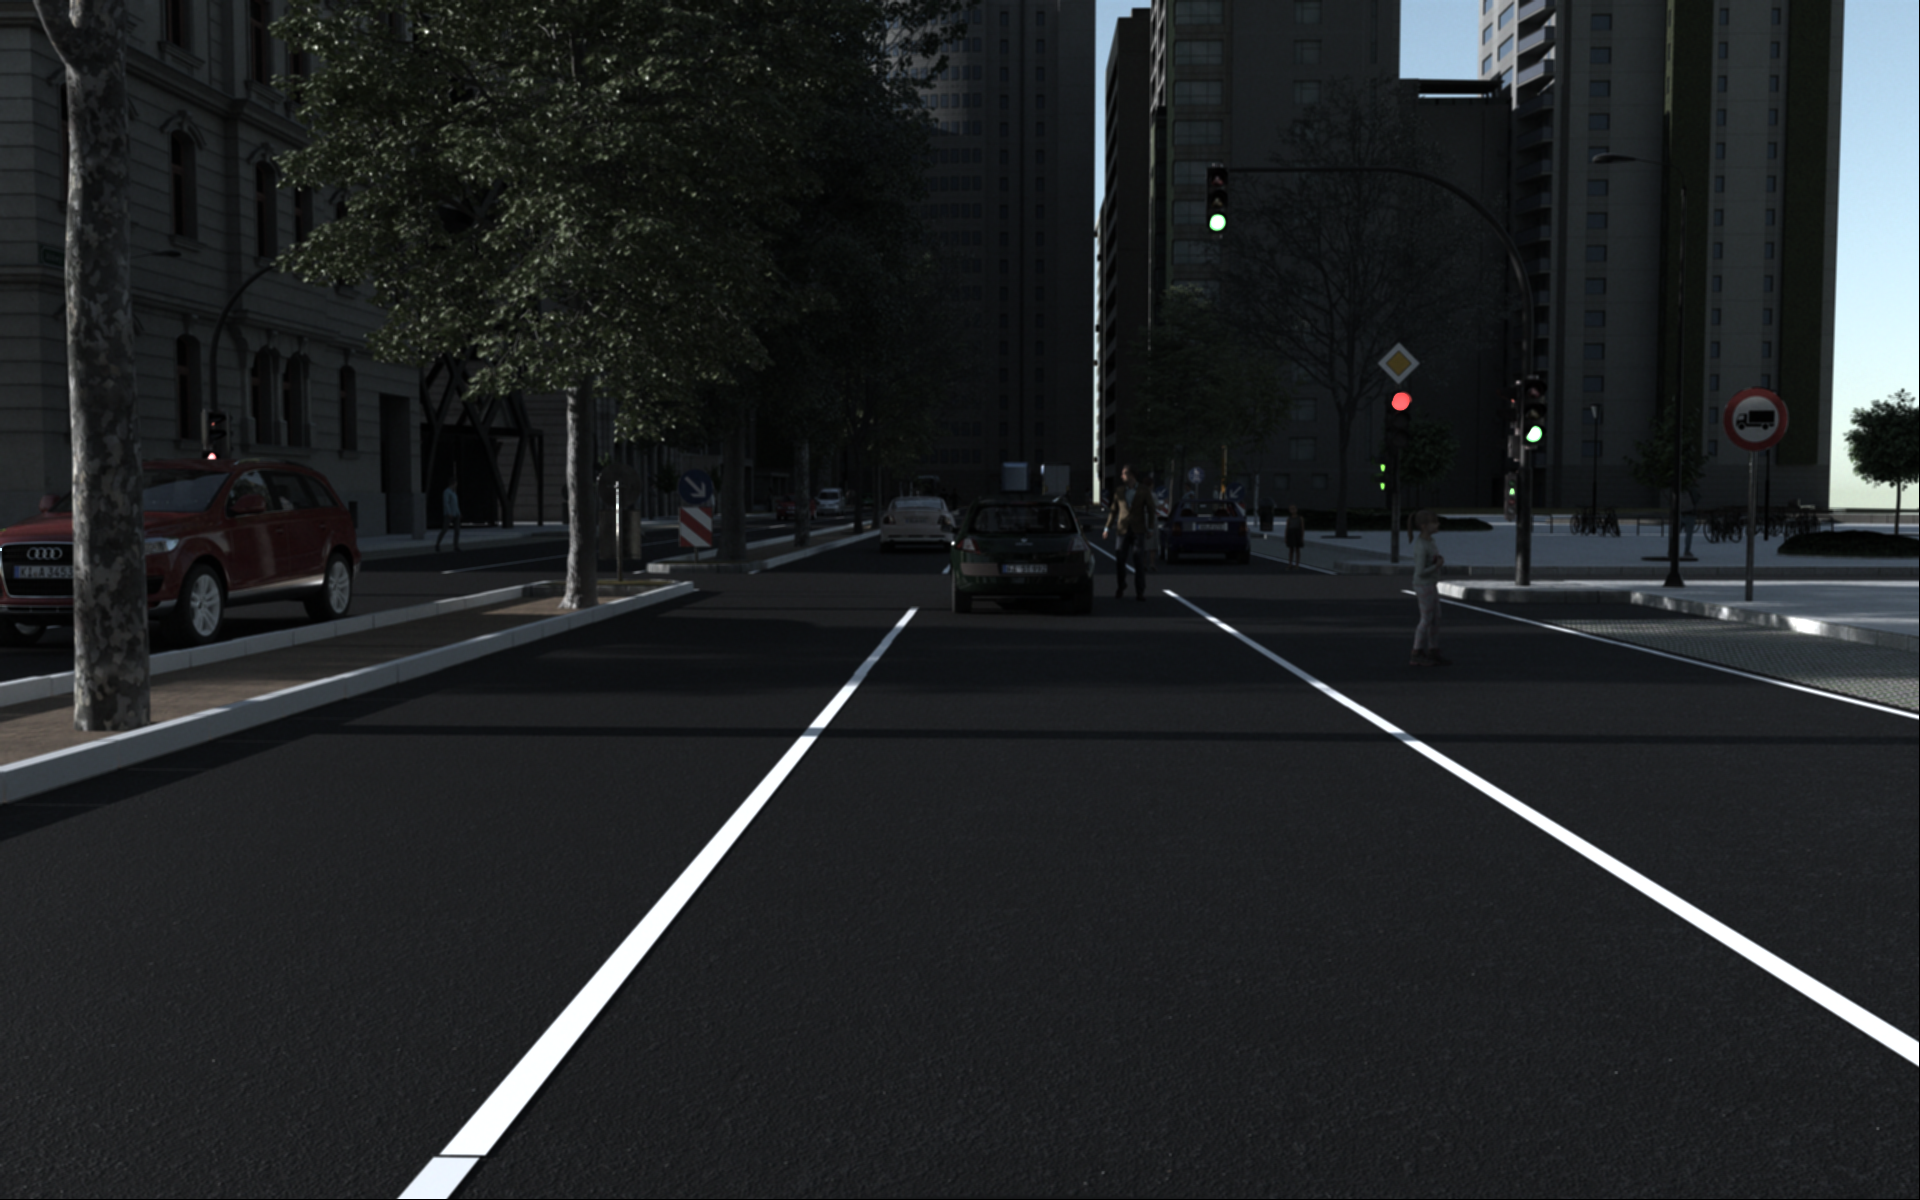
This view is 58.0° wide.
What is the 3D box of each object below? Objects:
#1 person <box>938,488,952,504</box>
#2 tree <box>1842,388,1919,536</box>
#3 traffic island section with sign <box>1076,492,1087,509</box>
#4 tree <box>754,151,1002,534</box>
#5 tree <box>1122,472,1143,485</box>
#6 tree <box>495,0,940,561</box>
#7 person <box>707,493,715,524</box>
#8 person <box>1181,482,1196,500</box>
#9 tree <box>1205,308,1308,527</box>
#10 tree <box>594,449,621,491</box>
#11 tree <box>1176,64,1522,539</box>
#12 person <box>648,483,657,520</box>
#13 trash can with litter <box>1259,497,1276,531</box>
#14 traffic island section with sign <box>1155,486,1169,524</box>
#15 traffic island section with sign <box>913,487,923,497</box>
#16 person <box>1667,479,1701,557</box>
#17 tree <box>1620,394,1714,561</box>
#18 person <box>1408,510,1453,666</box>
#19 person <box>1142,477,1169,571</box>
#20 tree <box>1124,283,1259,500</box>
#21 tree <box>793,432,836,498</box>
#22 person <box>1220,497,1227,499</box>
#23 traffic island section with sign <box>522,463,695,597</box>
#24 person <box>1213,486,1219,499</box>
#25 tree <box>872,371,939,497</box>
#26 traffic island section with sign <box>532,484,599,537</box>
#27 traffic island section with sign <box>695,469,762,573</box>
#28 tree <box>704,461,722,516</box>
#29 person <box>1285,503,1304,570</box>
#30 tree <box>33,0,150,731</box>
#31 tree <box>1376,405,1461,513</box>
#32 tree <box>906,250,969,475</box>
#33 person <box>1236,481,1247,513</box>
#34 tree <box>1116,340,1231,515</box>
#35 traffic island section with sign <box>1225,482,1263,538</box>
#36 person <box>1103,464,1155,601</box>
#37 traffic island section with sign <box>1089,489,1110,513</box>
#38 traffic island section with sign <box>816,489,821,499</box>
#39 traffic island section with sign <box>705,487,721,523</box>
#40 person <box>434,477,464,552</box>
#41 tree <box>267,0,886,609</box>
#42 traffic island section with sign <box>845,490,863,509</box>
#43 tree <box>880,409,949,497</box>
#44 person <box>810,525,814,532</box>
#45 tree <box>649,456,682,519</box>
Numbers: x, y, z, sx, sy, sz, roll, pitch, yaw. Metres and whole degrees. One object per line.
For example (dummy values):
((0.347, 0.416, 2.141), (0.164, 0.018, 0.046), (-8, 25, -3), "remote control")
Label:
((-1.124, -6.874, 120.516), (1.348, 1.869, 0.705), (0, 4, -4), "person")
((29.044, -4.279, 53.680), (4.285, 4.588, 4.351), (0, 3, 0), "tree")
((11.872, -9.360, 161.669), (1.989, 1.847, 2.006), (0, 4, 2), "traffic island section with sign")
((-3.601, -9.078, 61.256), (12.009, 13.543, 11.850), (0, 3, 0), "tree")
((13.177, -8.311, 130.479), (1.663, 3.219, 1.824), (0, 3, 0), "tree")
((-4.827, -7.776, 36.256), (9.857, 13.997, 8.962), (0, 3, 0), "tree")
((-11.971, -4.553, 82.813), (0.514, 1.842, 0.818), (2, 4, 30), "person")
((7.267, -2.839, 55.004), (0.778, 1.811, 0.616), (0, 4, -4), "person")
((11.412, -7.115, 66.700), (4.737, 8.622, 4.395), (0, 3, 0), "tree")
((-15.118, -4.847, 73.844), (1.663, 3.219, 1.824), (0, 3, 0), "tree")
((11.193, -8.542, 50.030), (12.009, 13.543, 11.850), (0, 3, 0), "tree")
((-15.252, -4.903, 86.012), (0.447, 1.846, 0.655), (0, 3, 0), "person")
((10.649, -2.960, 59.776), (0.624, 1.170, 1.055), (0, 4, 5), "trash can with litter")
((9.627, -4.616, 84.093), (1.989, 1.847, 2.006), (0, 4, 2), "traffic island section with sign")
((-2.636, -6.069, 107.372), (2.006, 1.907, 1.989), (0, 4, 2), "traffic island section with sign")
((14.805, -1.768, 35.299), (0.721, 1.781, 0.623), (-3, 4, -37), "person")
((13.856, -2.377, 33.469), (1.663, 3.219, 1.824), (0, 3, 0), "tree")
((3.945, -0.106, 14.517), (0.394, 1.301, 0.425), (1, 4, 12), "person")
((3.577, -1.416, 32.229), (0.480, 1.755, 0.524), (3, 4, 36), "person")
((12.469, -10.726, 93.490), (7.486, 12.596, 7.792), (0, 3, 0), "tree")
((-12.952, -12.631, 156.885), (4.737, 8.622, 4.395), (0, 3, 0), "tree")
((15.988, -6.011, 104.517), (0.583, 1.804, 0.606), (0, 4, 6), "person")
((-5.026, -1.023, 24.861), (2.006, 1.907, 1.989), (0, 4, 2), "traffic island section with sign")
((14.650, -5.691, 99.581), (0.515, 1.767, 0.782), (1, 4, 13), "person")
((-3.183, -8.666, 94.513), (4.737, 8.622, 4.395), (0, 3, 0), "tree")
((-13.064, -3.010, 57.841), (1.989, 1.847, 2.006), (0, 4, 2), "traffic island section with sign")
((-4.802, -1.476, 32.264), (2.006, 1.907, 1.989), (0, 4, 2), "traffic island section with sign")
((-14.349, -6.508, 101.009), (1.663, 3.219, 1.824), (0, 3, 0), "tree")
((6.335, -1.200, 32.794), (0.362, 1.253, 0.373), (2, 4, 29), "person")
((-6.374, -9.329, 10.876), (12.611, 20.169, 13.585), (0, 3, 0), "tree")
((16.891, -4.913, 64.044), (4.285, 4.588, 4.351), (0, 3, 0), "tree")
((-3.529, -9.230, 71.500), (7.486, 12.596, 7.792), (0, 3, 0), "tree")
((11.493, -3.998, 71.601), (0.728, 1.800, 0.709), (3, 5, 42), "person")
((12.937, -10.323, 103.197), (7.601, 10.594, 8.767), (0, 4, -3), "tree")
((8.833, -2.948, 56.829), (1.989, 1.847, 2.006), (0, 4, 2), "traffic island section with sign")
((2.294, -0.926, 23.544), (0.656, 1.842, 0.836), (-1, 4, -12), "person")
((11.072, -7.672, 134.067), (1.989, 1.847, 2.006), (0, 4, 2), "traffic island section with sign")
((-10.838, -7.723, 134.891), (1.989, 1.847, 2.006), (0, 4, 2), "traffic island section with sign")
((-12.274, -4.680, 85.145), (1.989, 1.847, 2.006), (0, 4, 2), "traffic island section with sign")
((-12.572, -2.099, 42.673), (0.748, 1.841, 0.638), (1, 4, 22), "person")
((-4.842, -6.190, 21.789), (7.486, 12.596, 7.792), (0, 3, 0), "tree")
((-10.057, -9.370, 161.835), (1.989, 1.847, 2.006), (0, 4, 2), "traffic island section with sign")
((-2.584, -8.381, 89.854), (4.360, 8.622, 3.978), (0, 3, 0), "tree")
((-5.608, -3.071, 62.975), (0.640, 1.303, 0.475), (0, 4, -5), "person")
((-14.983, -5.726, 88.221), (1.663, 3.219, 1.824), (0, 3, 0), "tree")
